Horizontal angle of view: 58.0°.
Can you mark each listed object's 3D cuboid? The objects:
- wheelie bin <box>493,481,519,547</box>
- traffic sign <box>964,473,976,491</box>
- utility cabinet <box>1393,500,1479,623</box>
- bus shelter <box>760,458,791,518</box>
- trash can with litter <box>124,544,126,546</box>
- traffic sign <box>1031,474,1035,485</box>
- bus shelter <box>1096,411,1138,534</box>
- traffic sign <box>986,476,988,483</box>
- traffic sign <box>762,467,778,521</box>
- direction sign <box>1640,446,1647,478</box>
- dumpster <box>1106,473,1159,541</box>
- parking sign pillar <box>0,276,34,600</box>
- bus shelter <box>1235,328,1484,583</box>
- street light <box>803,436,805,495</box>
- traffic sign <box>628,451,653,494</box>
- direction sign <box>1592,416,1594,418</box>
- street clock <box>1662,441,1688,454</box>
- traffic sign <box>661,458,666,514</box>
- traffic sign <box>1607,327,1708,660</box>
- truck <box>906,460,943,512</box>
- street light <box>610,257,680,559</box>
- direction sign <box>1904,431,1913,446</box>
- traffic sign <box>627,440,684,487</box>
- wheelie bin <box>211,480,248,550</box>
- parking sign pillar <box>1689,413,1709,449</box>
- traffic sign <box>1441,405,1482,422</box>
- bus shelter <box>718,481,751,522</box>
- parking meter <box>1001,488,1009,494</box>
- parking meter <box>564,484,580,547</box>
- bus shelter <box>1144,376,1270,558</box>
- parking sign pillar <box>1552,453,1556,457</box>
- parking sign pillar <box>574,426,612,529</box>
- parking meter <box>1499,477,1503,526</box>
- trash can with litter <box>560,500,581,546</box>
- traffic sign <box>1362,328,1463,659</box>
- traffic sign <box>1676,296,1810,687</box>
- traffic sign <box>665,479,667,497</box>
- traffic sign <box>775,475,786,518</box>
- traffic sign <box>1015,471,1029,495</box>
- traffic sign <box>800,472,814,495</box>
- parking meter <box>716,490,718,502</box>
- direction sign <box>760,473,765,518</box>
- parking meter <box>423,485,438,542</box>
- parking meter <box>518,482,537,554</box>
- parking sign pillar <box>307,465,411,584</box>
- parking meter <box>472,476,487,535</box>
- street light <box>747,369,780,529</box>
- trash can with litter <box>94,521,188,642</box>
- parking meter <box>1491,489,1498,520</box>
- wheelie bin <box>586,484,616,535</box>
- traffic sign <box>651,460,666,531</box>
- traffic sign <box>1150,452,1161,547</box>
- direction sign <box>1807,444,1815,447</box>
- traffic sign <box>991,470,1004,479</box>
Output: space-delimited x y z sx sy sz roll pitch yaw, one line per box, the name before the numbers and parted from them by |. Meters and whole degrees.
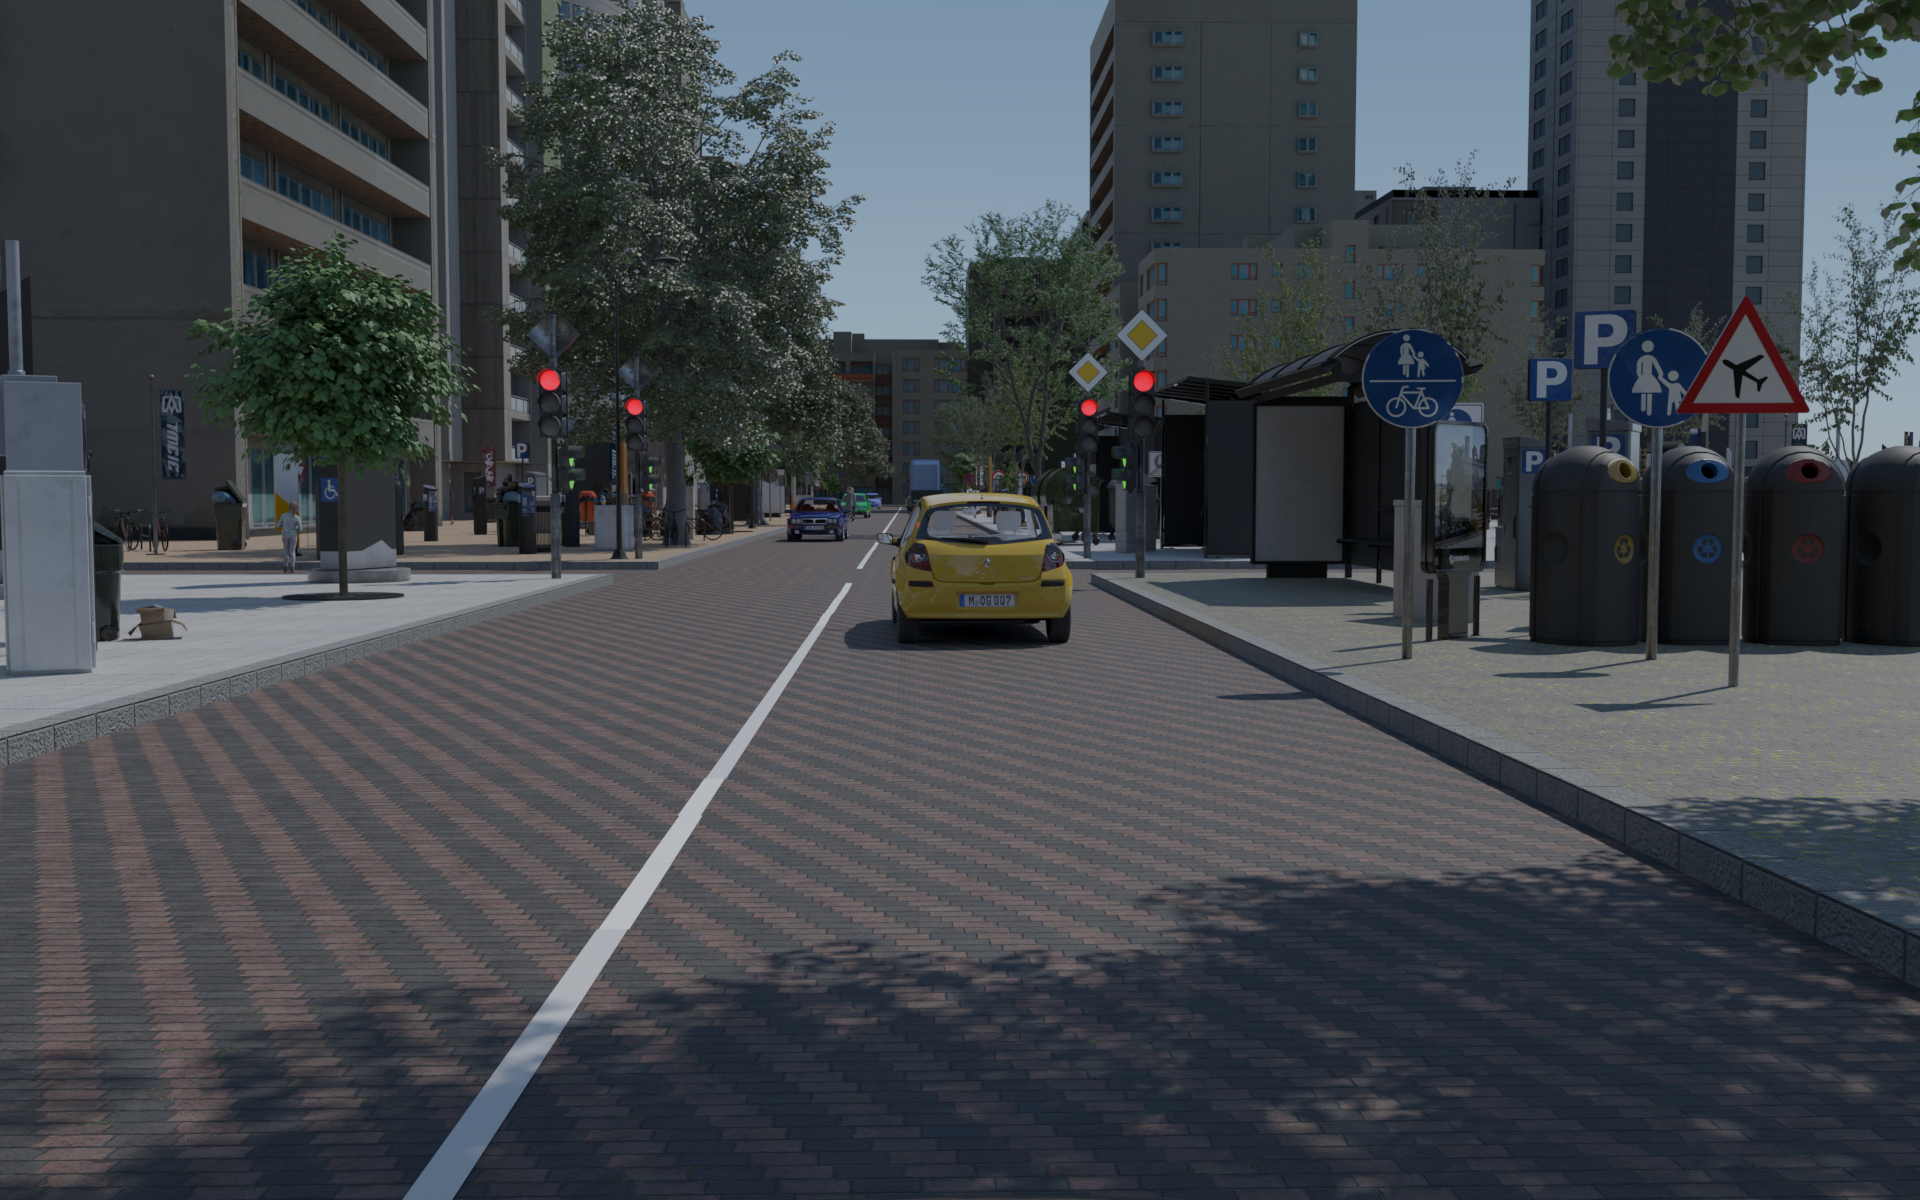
wheelie bin | -10.924 -2.096 42.170 0.980 1.594 0.693 3 5 42
traffic sign | 0.604 -6.432 105.273 0.768 2.556 0.104 0 4 3
utility cabinet | 4.861 -0.399 17.685 0.306 1.237 1.020 -2 4 -24
bus shelter | -10.372 -6.307 97.045 2.014 3.302 5.546 0 4 -1
trash can with litter | -21.646 -1.942 42.806 2.233 1.210 1.678 2 4 23
traffic sign | 4.864 -6.724 110.043 0.768 2.556 0.104 0 4 4
bus shelter | 4.912 -3.723 52.146 1.731 3.624 6.357 0 4 -2
traffic sign | 2.015 -6.638 108.634 0.768 2.556 0.104 0 4 5
traffic sign | -8.887 -4.952 81.068 0.768 2.556 0.104 0 4 2
direction sign | 32.502 -5.484 81.657 0.876 3.537 0.379 2 4 35
dumpster | 4.675 -2.508 46.758 1.264 1.857 1.865 0 4 -2
parking sign pillar | -12.122 -2.010 21.329 1.447 3.967 1.447 -2 4 -30
bus shelter | 5.312 -1.838 23.977 2.014 3.302 5.546 0 4 -2
street light | -7.913 -7.407 93.647 1.470 5.913 1.316 0 4 -2
traffic sign | -9.289 -3.073 50.352 0.768 2.556 0.104 0 4 5
direction sign | 18.399 -3.576 50.457 0.379 3.537 0.876 1 4 22
street clock | 9.870 -1.186 23.954 0.471 2.002 0.358 -3 5 -41
traffic sign | -10.565 -3.752 61.454 0.768 2.556 0.104 0 4 7
traffic sign | 5.363 -0.810 13.356 0.768 2.556 0.104 0 4 8
truck | -2.400 -8.559 129.701 2.967 4.110 18.799 0 4 -3
street light | -6.192 -3.763 34.061 1.470 5.913 1.316 0 4 -2
direction sign | 34.378 -4.333 62.849 0.876 3.537 0.379 -3 5 -44
traffic sign | -11.495 -4.349 64.982 2.265 3.308 0.079 0 4 3
wheelie bin | -16.740 -1.944 39.692 0.693 1.594 0.980 -1 4 -13
parking sign pillar | 21.833 -3.835 51.180 1.447 3.967 1.447 2 4 26
traffic sign | 5.559 -1.062 19.497 0.606 2.300 0.079 0 4 4
bus shelter | -10.252 -5.530 81.698 1.731 3.624 6.357 0 4 -2
parking meter | 1.988 -4.152 76.298 0.372 1.533 0.369 0 3 0
parking meter | -9.390 -2.048 41.892 0.372 1.533 0.369 0 3 0
bus shelter | 5.303 -2.831 37.567 1.731 3.624 6.357 0 4 -2
parking sign pillar | 36.250 -7.181 105.881 1.447 3.967 1.447 0 4 8
parking sign pillar | -13.649 -4.646 64.434 1.447 3.967 1.447 -2 4 -25
parking meter | 15.871 -2.722 50.218 0.399 1.863 0.255 0 4 -4
trash can with litter | -9.789 -1.934 43.000 0.624 1.170 1.055 -2 4 -27
traffic sign | 3.481 -0.814 13.410 0.768 2.556 0.104 0 4 5
traffic sign | 5.161 -0.702 11.484 0.884 2.594 0.081 0 4 -1
traffic sign | -10.841 -3.916 64.127 0.768 2.556 0.104 0 4 1
traffic sign | -9.478 -5.455 91.322 0.606 2.300 0.079 0 4 6
traffic sign | 3.416 -5.838 95.559 0.768 2.556 0.104 0 4 6
traffic sign | -8.499 -5.865 96.001 0.768 2.556 0.104 0 4 2
parking meter | -13.573 -5.461 97.705 0.372 1.533 0.369 0 3 0
direction sign | -10.468 -6.077 91.356 0.379 3.537 0.876 -2 4 -26
parking meter | -14.336 -2.354 46.902 0.372 1.533 0.369 0 3 0
parking meter | -9.241 -1.748 36.996 0.372 1.533 0.369 0 3 0
parking sign pillar | -8.853 -2.260 25.417 1.447 3.967 1.447 1 4 15
parking meter | -15.217 -3.006 54.862 0.399 1.863 0.255 -3 5 -41
street light | -7.164 -5.600 64.097 1.470 5.913 1.316 0 4 -2
trash can with litter | -7.407 -0.238 15.283 1.055 1.170 0.624 -1 4 -23
parking meter | 26.545 -4.744 85.967 0.372 1.533 0.369 0 3 0
wheelie bin | -11.238 -2.816 53.951 0.980 1.594 0.693 3 5 42
traffic sign | -10.707 -3.720 60.930 0.768 2.556 0.104 0 4 5
traffic sign | 4.826 -2.408 41.506 0.606 2.300 0.079 0 4 3
direction sign | 38.498 -5.321 78.992 0.876 3.537 0.379 0 4 -3
traffic sign | 2.074 -5.679 92.963 0.768 2.556 0.104 0 4 4
